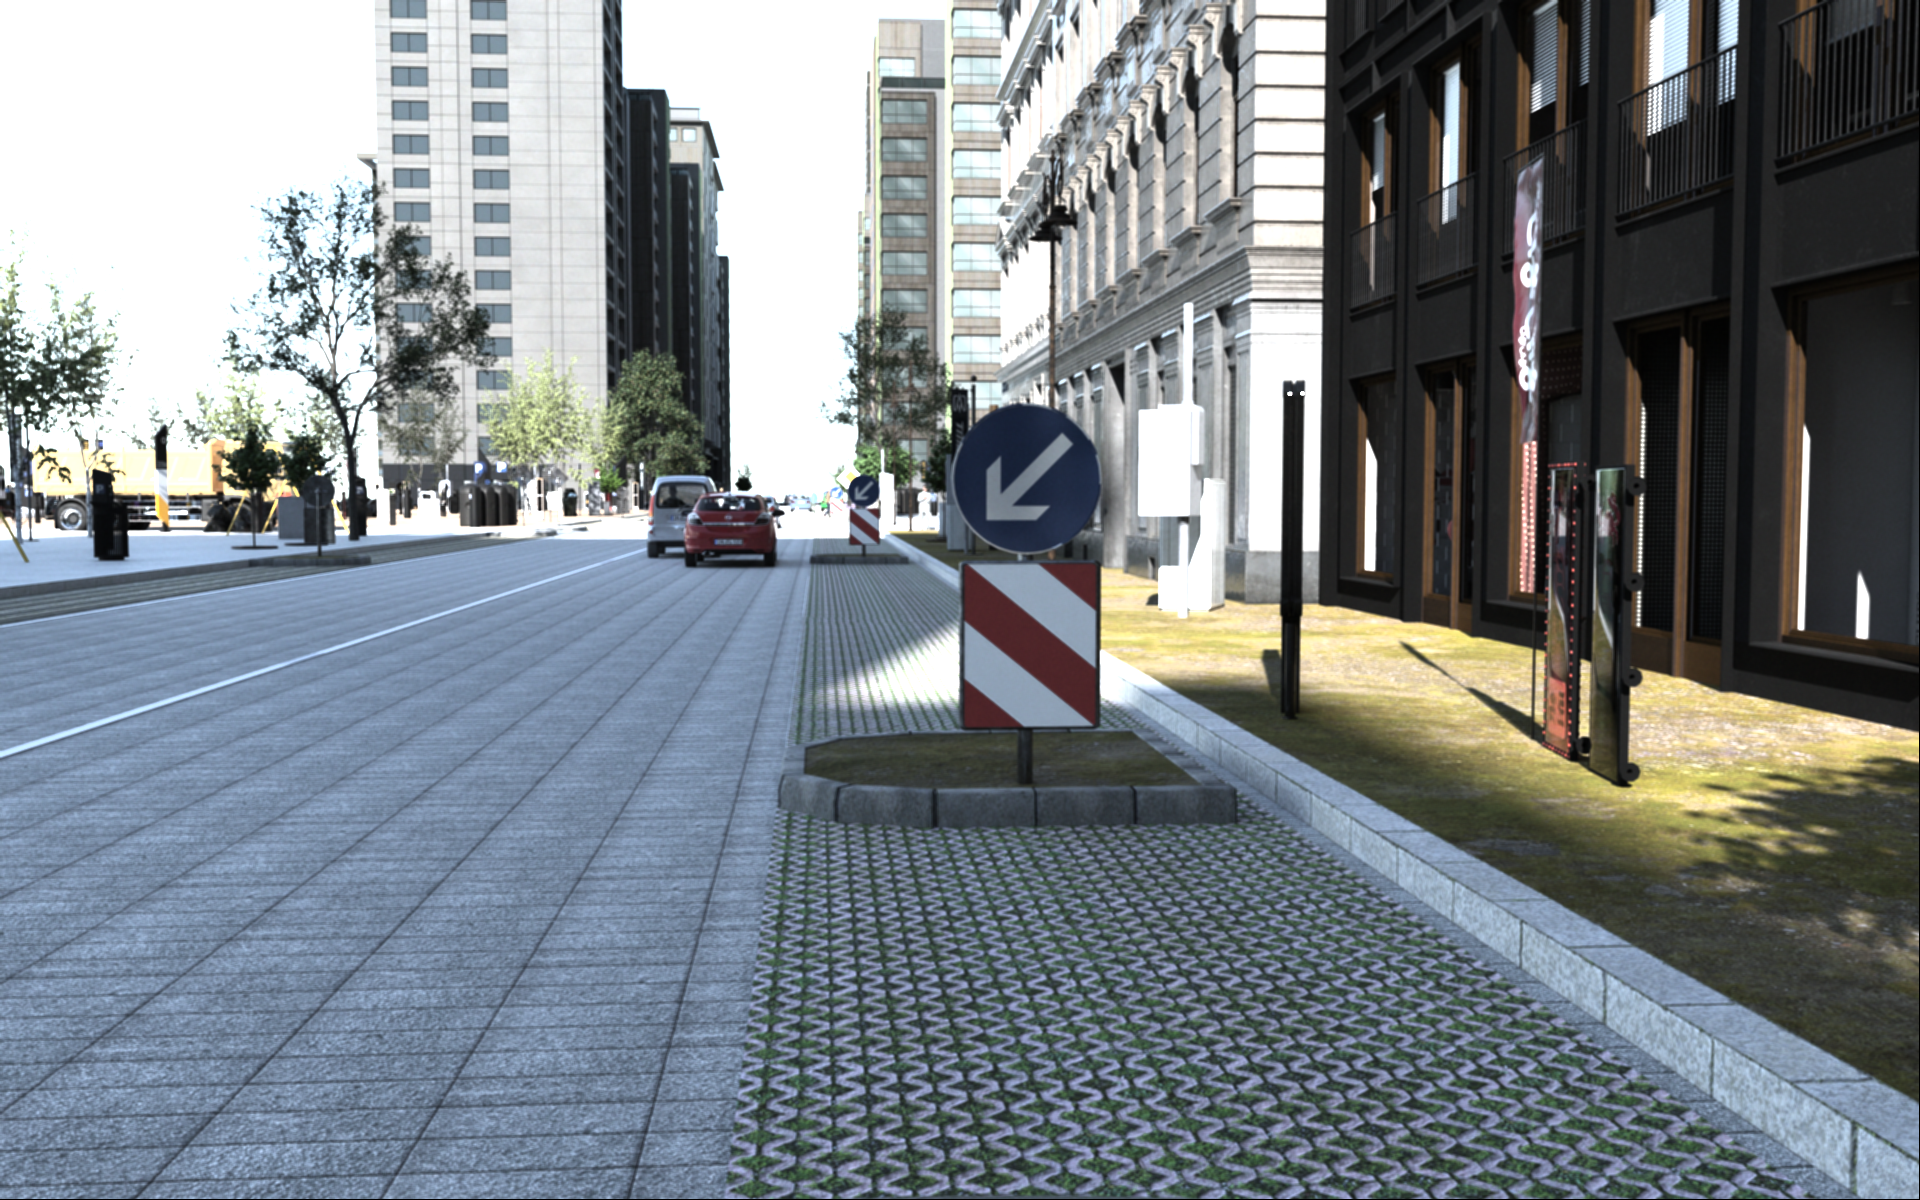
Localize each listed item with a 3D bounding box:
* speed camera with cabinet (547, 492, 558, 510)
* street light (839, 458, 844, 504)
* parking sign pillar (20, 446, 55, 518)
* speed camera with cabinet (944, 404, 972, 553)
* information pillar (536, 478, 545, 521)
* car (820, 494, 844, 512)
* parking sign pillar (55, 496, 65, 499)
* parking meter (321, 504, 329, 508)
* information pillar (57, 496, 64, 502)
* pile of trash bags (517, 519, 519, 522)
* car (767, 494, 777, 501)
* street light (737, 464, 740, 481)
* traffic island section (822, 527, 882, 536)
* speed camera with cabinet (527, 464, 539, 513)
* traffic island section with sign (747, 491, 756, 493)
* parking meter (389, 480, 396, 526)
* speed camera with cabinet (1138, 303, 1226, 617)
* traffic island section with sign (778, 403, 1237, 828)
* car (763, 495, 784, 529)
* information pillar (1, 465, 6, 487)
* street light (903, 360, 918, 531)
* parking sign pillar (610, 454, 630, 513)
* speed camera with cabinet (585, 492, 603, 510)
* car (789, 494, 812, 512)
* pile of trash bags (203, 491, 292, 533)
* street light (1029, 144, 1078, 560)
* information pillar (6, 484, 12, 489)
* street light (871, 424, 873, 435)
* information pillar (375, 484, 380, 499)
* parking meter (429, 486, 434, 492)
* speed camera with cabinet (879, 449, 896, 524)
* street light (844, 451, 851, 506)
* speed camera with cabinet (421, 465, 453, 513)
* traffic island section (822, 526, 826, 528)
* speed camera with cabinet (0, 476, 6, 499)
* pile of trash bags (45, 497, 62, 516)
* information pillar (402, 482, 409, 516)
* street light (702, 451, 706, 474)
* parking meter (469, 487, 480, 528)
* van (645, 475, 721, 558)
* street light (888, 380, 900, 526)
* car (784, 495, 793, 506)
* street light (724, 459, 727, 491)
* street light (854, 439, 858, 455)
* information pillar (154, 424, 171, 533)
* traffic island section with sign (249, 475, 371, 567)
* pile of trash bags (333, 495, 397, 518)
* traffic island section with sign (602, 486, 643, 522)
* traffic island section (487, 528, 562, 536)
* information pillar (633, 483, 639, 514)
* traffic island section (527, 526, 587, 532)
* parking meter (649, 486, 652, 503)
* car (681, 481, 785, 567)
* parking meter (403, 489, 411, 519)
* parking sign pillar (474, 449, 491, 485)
[{"bbox_3d":[-33.198,-8.841,138.881,2.038,3.252,0.660,-2,4,-30],"label":"speed camera with cabinet"},{"bbox_3d":[-15.602,-15.798,231.089,0.468,5.910,1.993,0,4,-5],"label":"street light"},{"bbox_3d":[-49.172,-6.305,91.560,1.447,3.967,1.447,0,4,1],"label":"parking sign pillar"},{"bbox_3d":[-0.015,-2.711,38.668,0.660,3.252,2.038,0,4,2],"label":"speed camera with cabinet"},{"bbox_3d":[-19.774,-4.721,81.680,0.304,2.012,0.304,0,4,5],"label":"information pillar"},{"bbox_3d":[-10.410,-8.059,140.554,1.959,1.807,4.718,0,4,-4],"label":"car"},{"bbox_3d":[-65.379,-8.358,125.132,1.447,3.967,1.447,1,4,10],"label":"parking sign pillar"},{"bbox_3d":[-32.355,-4.880,88.197,0.372,1.533,0.369,0,3,0],"label":"parking meter"},{"bbox_3d":[-55.099,-6.214,106.082,0.304,2.012,0.304,-1,4,-13],"label":"information pillar"},{"bbox_3d":[-21.281,-4.151,77.616,1.912,1.369,3.447,1,4,12],"label":"pile of trash bags"},{"bbox_3d":[-26.736,-14.157,243.463,2.014,1.417,4.499,0,4,-3],"label":"car"},{"bbox_3d":[-33.603,-17.753,263.042,0.468,5.910,1.993,0,4,-5],"label":"street light"},{"bbox_3d":[-3.793,-2.344,60.609,2.009,0.180,2.903,0,4,-5],"label":"traffic island section"},{"bbox_3d":[-28.162,-7.343,114.388,0.660,3.252,2.038,0,4,-7],"label":"speed camera with cabinet"},{"bbox_3d":[-32.696,-16.386,276.535,1.989,1.847,2.006,0,4,-5],"label":"traffic island section with sign"},{"bbox_3d":[-23.012,-3.946,70.229,0.255,1.863,0.399,-1,4,-17],"label":"parking meter"},{"bbox_3d":[2.424,-1.496,18.794,0.660,3.252,2.038,1,4,19],"label":"speed camera with cabinet"},{"bbox_3d":[0.129,0.017,8.343,1.989,1.847,2.006,0,4,-5],"label":"traffic island section with sign"},{"bbox_3d":[-8.400,-3.699,72.475,2.014,1.417,4.499,0,4,-4],"label":"car"},{"bbox_3d":[-72.860,-8.590,131.807,0.504,3.616,0.183,1,4,16],"label":"information pillar"},{"bbox_3d":[-1.708,-5.318,59.741,0.468,5.910,1.993,0,4,-5],"label":"street light"},{"bbox_3d":[-23.047,-7.868,117.108,1.447,3.967,1.447,1,4,20],"label":"parking sign pillar"},{"bbox_3d":[-29.915,-8.992,141.354,0.660,3.252,2.038,-3,5,-40],"label":"speed camera with cabinet"},{"bbox_3d":[-12.584,-7.658,137.218,2.014,1.417,4.499,0,4,-5],"label":"car"},{"bbox_3d":[-23.725,-2.963,58.194,3.447,1.369,1.912,2,4,25],"label":"pile of trash bags"},{"bbox_3d":[1.244,-3.095,23.398,0.468,5.910,1.993,0,4,-5],"label":"street light"},{"bbox_3d":[-68.643,-7.375,125.077,0.304,2.012,0.304,0,4,-6],"label":"information pillar"},{"bbox_3d":[-5.418,-8.192,106.729,0.468,5.910,1.993,0,4,-5],"label":"street light"},{"bbox_3d":[-40.831,-7.153,121.436,0.304,2.012,0.304,-1,4,-11],"label":"information pillar"},{"bbox_3d":[-35.977,-6.862,117.910,0.255,1.863,0.399,-1,4,-11],"label":"parking meter"},{"bbox_3d":[-3.158,-4.998,76.056,0.660,3.252,2.038,0,4,-6],"label":"speed camera with cabinet"},{"bbox_3d":[-11.787,-12.895,183.613,0.468,5.910,1.993,0,4,-5],"label":"street light"},{"bbox_3d":[-34.981,-7.425,115.739,2.038,3.252,0.660,0,4,6],"label":"speed camera with cabinet"},{"bbox_3d":[-4.441,-2.831,68.568,2.009,0.180,2.903,0,4,-5],"label":"traffic island section"},{"bbox_3d":[-45.292,-5.298,80.962,0.660,3.252,2.038,-1,4,-9],"label":"speed camera with cabinet"},{"bbox_3d":[-53.946,-5.555,100.581,3.447,1.369,1.912,-2,4,-29],"label":"pile of trash bags"},{"bbox_3d":[-32.957,-6.029,103.061,0.304,2.012,0.304,-3,5,-42],"label":"information pillar"},{"bbox_3d":[-27.083,-12.844,182.793,0.468,5.910,1.993,0,4,-5],"label":"street light"},{"bbox_3d":[-18.630,-3.552,66.494,0.372,1.533,0.369,0,3,0],"label":"parking meter"},{"bbox_3d":[-6.381,-2.044,40.428,2.013,2.044,4.112,0,4,-6],"label":"van"},{"bbox_3d":[-2.668,-5.969,70.380,0.468,5.910,1.993,0,4,-5],"label":"street light"},{"bbox_3d":[-20.163,-11.951,207.763,2.083,1.381,4.827,0,4,-3],"label":"car"},{"bbox_3d":[-30.781,-15.573,227.406,0.468,5.910,1.993,0,4,-5],"label":"street light"},{"bbox_3d":[-8.872,-10.715,147.985,0.468,5.910,1.993,0,4,-5],"label":"street light"},{"bbox_3d":[-26.579,-4.057,57.688,0.183,3.616,0.504,1,4,18],"label":"information pillar"},{"bbox_3d":[-13.048,-1.612,34.978,1.989,1.847,2.006,0,4,-5],"label":"traffic island section with sign"},{"bbox_3d":[-32.214,-5.199,94.758,3.447,1.369,1.912,2,4,24],"label":"pile of trash bags"},{"bbox_3d":[-17.505,-4.973,89.944,1.989,1.847,2.006,0,4,-5],"label":"traffic island section with sign"},{"bbox_3d":[-15.048,-2.289,59.702,2.009,0.180,2.903,0,4,-5],"label":"traffic island section"},{"bbox_3d":[-20.910,-6.562,111.772,0.304,2.012,0.304,0,4,-7],"label":"information pillar"},{"bbox_3d":[-15.695,-2.776,67.661,2.009,0.180,2.903,0,4,-5],"label":"traffic island section"},{"bbox_3d":[-22.403,-7.323,125.441,0.255,1.863,0.399,-1,4,-9],"label":"parking meter"},{"bbox_3d":[-4.677,-1.626,35.626,2.155,1.783,4.494,0,4,-5],"label":"car"},{"bbox_3d":[-28.991,-5.041,90.837,0.372,1.533,0.369,0,3,0],"label":"parking meter"},{"bbox_3d":[-28.300,-6.983,102.641,1.447,3.967,1.447,-3,5,-42],"label":"parking sign pillar"}]
